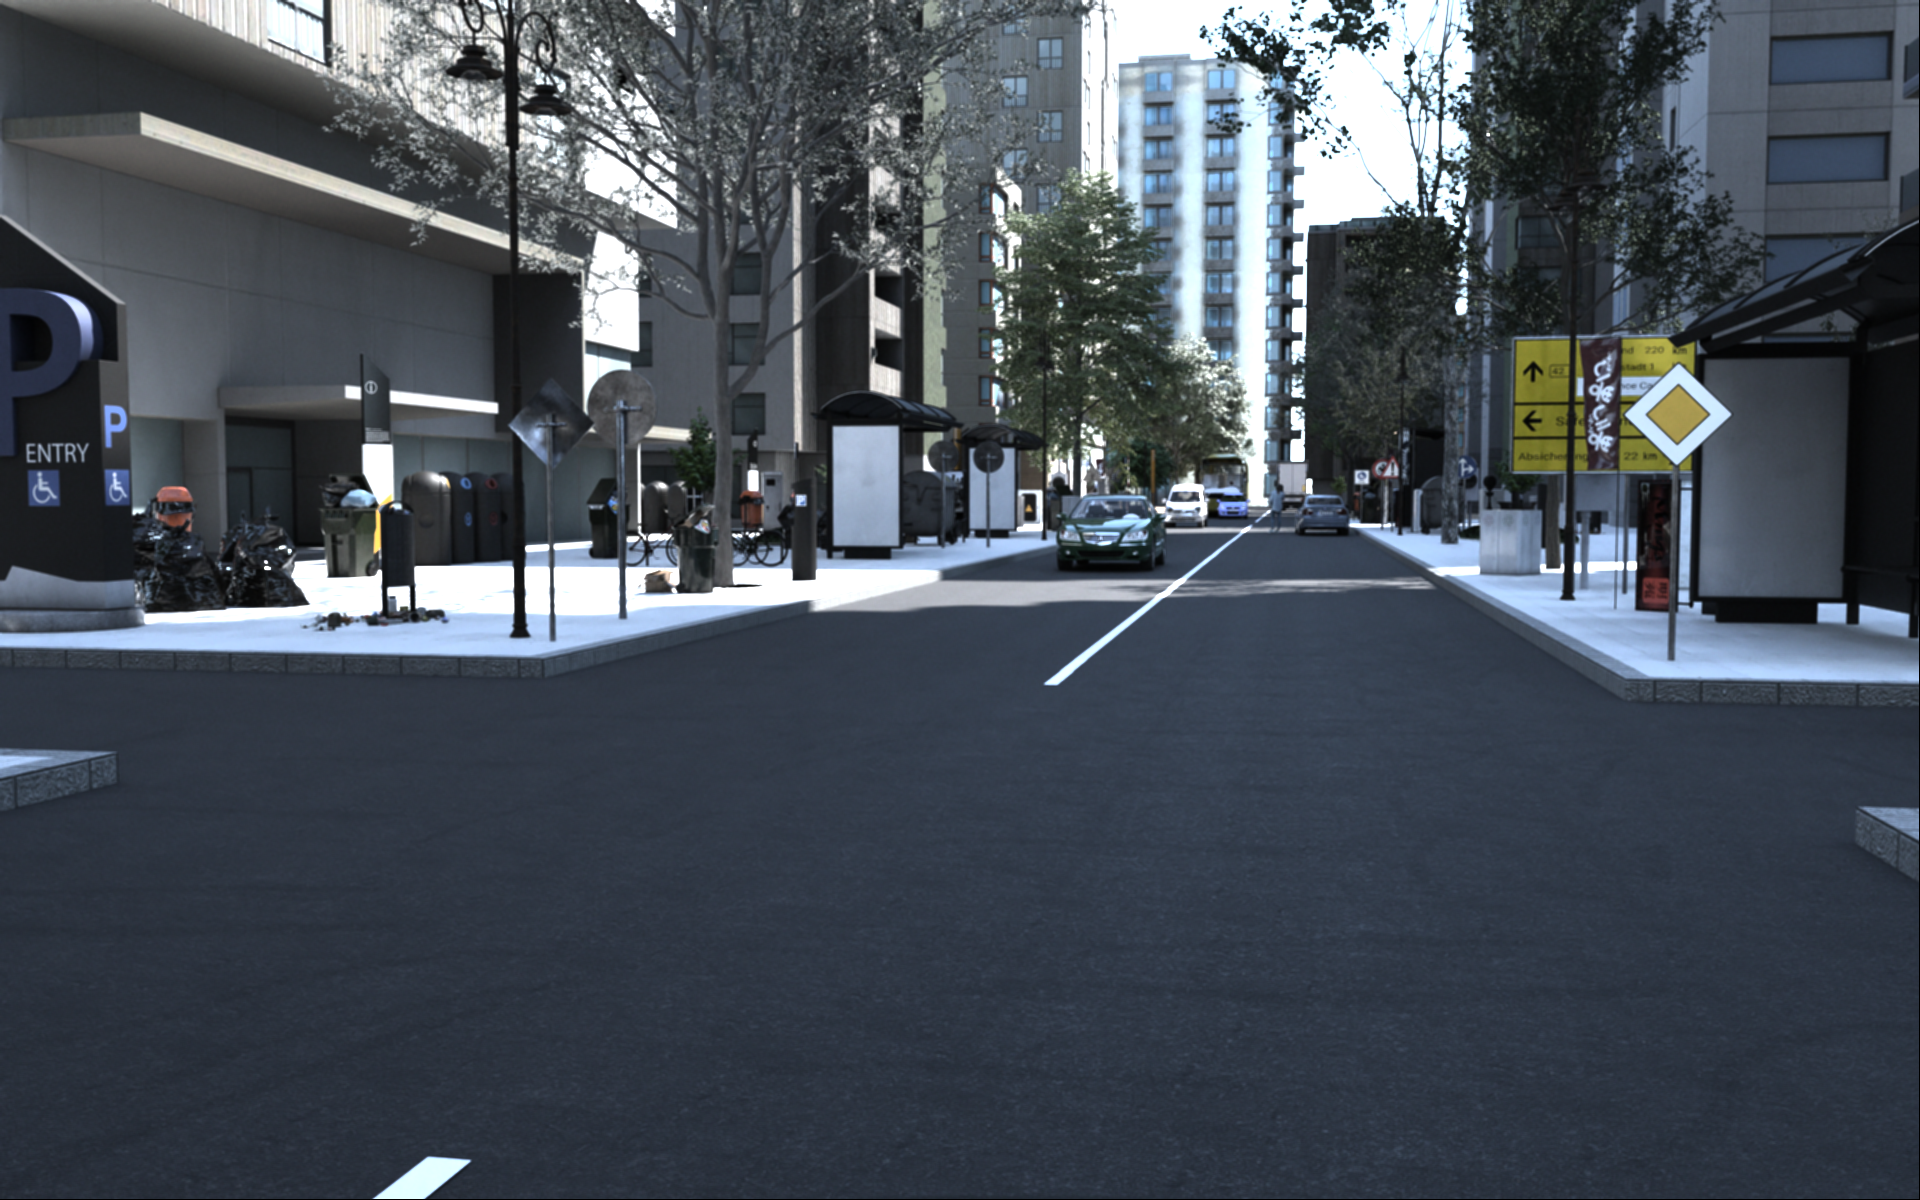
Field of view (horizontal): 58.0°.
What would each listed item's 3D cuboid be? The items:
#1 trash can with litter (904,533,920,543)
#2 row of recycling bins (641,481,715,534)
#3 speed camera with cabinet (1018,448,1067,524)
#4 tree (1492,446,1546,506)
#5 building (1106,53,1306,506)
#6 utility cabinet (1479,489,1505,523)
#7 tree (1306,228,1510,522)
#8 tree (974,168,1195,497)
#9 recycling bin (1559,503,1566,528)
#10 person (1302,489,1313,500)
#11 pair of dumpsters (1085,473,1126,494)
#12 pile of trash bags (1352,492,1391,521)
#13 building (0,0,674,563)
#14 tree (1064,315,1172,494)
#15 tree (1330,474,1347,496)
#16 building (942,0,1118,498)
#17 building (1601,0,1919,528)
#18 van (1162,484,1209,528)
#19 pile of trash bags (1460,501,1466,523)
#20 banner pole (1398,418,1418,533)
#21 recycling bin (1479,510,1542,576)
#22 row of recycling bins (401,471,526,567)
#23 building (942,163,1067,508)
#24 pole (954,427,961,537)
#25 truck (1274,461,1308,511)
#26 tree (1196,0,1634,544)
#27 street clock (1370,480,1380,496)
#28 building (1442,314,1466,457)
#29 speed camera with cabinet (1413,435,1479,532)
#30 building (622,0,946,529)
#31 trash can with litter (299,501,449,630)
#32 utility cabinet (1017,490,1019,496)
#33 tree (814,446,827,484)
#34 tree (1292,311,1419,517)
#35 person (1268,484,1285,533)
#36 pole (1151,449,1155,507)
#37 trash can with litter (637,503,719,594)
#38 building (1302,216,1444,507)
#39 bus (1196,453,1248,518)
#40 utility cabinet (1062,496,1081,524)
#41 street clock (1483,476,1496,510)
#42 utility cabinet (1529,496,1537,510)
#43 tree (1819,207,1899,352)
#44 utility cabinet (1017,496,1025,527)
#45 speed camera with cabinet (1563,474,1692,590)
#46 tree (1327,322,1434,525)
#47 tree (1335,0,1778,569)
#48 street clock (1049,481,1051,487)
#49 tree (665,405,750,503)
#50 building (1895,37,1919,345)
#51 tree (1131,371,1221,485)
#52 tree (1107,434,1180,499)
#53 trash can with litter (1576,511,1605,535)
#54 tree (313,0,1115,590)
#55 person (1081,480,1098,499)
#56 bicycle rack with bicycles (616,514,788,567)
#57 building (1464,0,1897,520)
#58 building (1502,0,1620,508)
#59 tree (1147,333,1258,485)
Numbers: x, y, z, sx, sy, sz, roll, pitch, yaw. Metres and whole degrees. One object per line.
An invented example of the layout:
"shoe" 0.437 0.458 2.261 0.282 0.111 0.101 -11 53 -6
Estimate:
"trash can with litter" -1.570 -2.077 45.352 1.055 1.170 0.624 1 4 9
"row of recycling bins" -9.368 -2.994 56.072 3.534 1.692 1.069 1 4 22
"speed camera with cabinet" 3.495 -4.825 73.220 2.038 3.252 0.660 0 4 7
"tree" 20.775 -4.267 64.365 1.663 3.219 1.824 0 3 0
"building" 22.491 -34.970 191.359 30.456 49.044 23.786 1 4 11
"utility cabinet" 23.314 -4.113 75.924 1.173 1.500 0.318 -2 4 -25
"tree" 19.501 -10.294 78.671 12.009 13.543 11.850 0 3 0
"tree" 4.287 -8.701 60.396 7.486 12.596 7.792 0 3 0
"recycling bin" 17.478 -2.343 50.863 0.722 1.027 0.722 0 4 -7
"person" 27.727 -7.882 137.377 1.348 1.824 0.705 2 4 30
"pair of dumpsters" 6.568 -4.647 78.469 1.574 2.255 4.437 1 4 11
"pile of trash bags" 19.949 -4.486 83.098 1.912 1.369 3.447 -2 4 -23
"building" -23.034 -27.507 38.984 28.713 52.752 27.495 1 4 11
"tree" 6.052 -7.237 68.694 4.737 8.622 4.395 0 3 0
"tree" 35.724 -10.260 162.359 1.663 3.219 1.824 0 3 0
"building" -1.054 -34.021 145.486 27.495 52.752 28.713 1 4 11
"building" 35.934 -31.931 64.078 21.231 58.520 28.212 1 4 11
"van" 9.753 -4.130 74.535 2.013 2.044 4.112 1 4 12
"pile of trash bags" 21.768 -4.155 77.692 1.912 1.369 3.447 0 4 -3
"banner pole" 14.813 -4.116 57.308 0.863 3.779 0.401 -2 4 -27
"recycling bin" 8.797 -0.925 27.676 0.722 1.027 0.722 -3 5 -42
"row of recycling bins" -9.247 -1.539 32.278 1.069 1.692 3.534 1 4 15
"building" -8.985 -16.047 107.416 27.650 21.520 28.899 1 4 11
"pole" -0.073 -3.526 51.492 0.158 3.312 0.155 0 3 0
"truck" 28.879 -9.911 150.960 2.839 4.237 11.283 1 4 10
"tree" 11.261 -11.489 43.728 12.611 20.169 13.585 0 3 0
"street clock" 20.706 -5.007 86.439 0.358 2.002 0.471 -1 4 -23
"building" 65.665 -20.785 184.874 28.899 21.520 27.650 1 4 11
"speed camera with cabinet" 16.278 -3.893 57.991 2.038 3.252 0.660 0 4 4
"building" -8.778 -18.202 69.312 14.160 30.474 14.107 1 4 11
"trash can with litter" -5.933 -0.383 17.314 1.678 1.210 2.233 1 4 15
"utility cabinet" 2.742 -4.842 87.840 1.173 1.500 0.318 3 4 37
"tree" -3.818 -3.920 58.699 1.663 3.219 1.824 0 3 0
"tree" 22.409 -10.539 98.069 9.928 11.665 9.643 0 3 0
"person" 11.700 -3.382 64.054 0.793 1.790 0.793 -3 5 -41
"pole" 8.787 -5.202 78.892 0.158 3.312 0.155 0 3 0
"trash can with litter" -3.662 -0.675 22.424 1.055 1.170 0.624 1 4 11
"building" 43.462 -25.154 182.974 14.107 30.474 14.160 1 4 11
"bus" 16.614 -7.154 108.518 2.896 3.916 12.252 1 4 11
"utility cabinet" 3.760 -2.881 58.263 0.306 1.237 1.020 2 4 27
"street clock" 21.106 -3.942 69.029 0.471 2.002 0.358 -2 4 -24
"utility cabinet" 19.724 -2.902 58.609 1.020 1.237 0.306 -2 4 -29
"tree" 23.928 -5.746 44.306 4.360 8.622 3.978 0 3 0
"utility cabinet" 2.078 -3.456 67.665 0.306 1.237 1.020 -3 5 -41
"speed camera with cabinet" 9.251 -1.774 23.337 2.038 3.252 0.660 0 4 5
"tree" 17.334 -7.394 71.256 4.360 8.622 3.978 0 3 0
"tree" 9.850 -5.806 29.337 7.601 10.594 8.767 -1 4 -16
"street clock" 4.619 -4.918 84.985 0.471 2.002 0.358 1 4 21
"tree" -5.715 -2.648 37.897 1.663 3.219 1.824 0 3 0
"building" 23.877 -22.903 24.571 14.200 45.320 14.600 1 4 11
"tree" 15.083 -11.446 121.555 7.601 10.594 8.767 1 4 21
"tree" 10.371 -6.797 94.843 4.285 4.588 4.351 0 3 0
"trash can with litter" 19.664 -2.728 55.667 2.233 1.210 1.678 1 4 12
"tree" -3.142 -6.918 23.479 12.009 13.543 11.850 0 3 0
"person" 3.046 -1.778 38.240 0.731 1.740 0.598 -1 4 -16
"bicycle rack with bicycles" -4.342 -1.091 31.218 2.925 0.926 2.852 2 4 25
"building" 43.779 -34.820 111.304 21.231 58.520 28.212 1 4 11
"building" 35.955 -19.563 91.556 14.160 30.474 14.107 1 4 11
"tree" 18.777 -14.029 136.034 9.857 13.997 8.962 0 3 0
